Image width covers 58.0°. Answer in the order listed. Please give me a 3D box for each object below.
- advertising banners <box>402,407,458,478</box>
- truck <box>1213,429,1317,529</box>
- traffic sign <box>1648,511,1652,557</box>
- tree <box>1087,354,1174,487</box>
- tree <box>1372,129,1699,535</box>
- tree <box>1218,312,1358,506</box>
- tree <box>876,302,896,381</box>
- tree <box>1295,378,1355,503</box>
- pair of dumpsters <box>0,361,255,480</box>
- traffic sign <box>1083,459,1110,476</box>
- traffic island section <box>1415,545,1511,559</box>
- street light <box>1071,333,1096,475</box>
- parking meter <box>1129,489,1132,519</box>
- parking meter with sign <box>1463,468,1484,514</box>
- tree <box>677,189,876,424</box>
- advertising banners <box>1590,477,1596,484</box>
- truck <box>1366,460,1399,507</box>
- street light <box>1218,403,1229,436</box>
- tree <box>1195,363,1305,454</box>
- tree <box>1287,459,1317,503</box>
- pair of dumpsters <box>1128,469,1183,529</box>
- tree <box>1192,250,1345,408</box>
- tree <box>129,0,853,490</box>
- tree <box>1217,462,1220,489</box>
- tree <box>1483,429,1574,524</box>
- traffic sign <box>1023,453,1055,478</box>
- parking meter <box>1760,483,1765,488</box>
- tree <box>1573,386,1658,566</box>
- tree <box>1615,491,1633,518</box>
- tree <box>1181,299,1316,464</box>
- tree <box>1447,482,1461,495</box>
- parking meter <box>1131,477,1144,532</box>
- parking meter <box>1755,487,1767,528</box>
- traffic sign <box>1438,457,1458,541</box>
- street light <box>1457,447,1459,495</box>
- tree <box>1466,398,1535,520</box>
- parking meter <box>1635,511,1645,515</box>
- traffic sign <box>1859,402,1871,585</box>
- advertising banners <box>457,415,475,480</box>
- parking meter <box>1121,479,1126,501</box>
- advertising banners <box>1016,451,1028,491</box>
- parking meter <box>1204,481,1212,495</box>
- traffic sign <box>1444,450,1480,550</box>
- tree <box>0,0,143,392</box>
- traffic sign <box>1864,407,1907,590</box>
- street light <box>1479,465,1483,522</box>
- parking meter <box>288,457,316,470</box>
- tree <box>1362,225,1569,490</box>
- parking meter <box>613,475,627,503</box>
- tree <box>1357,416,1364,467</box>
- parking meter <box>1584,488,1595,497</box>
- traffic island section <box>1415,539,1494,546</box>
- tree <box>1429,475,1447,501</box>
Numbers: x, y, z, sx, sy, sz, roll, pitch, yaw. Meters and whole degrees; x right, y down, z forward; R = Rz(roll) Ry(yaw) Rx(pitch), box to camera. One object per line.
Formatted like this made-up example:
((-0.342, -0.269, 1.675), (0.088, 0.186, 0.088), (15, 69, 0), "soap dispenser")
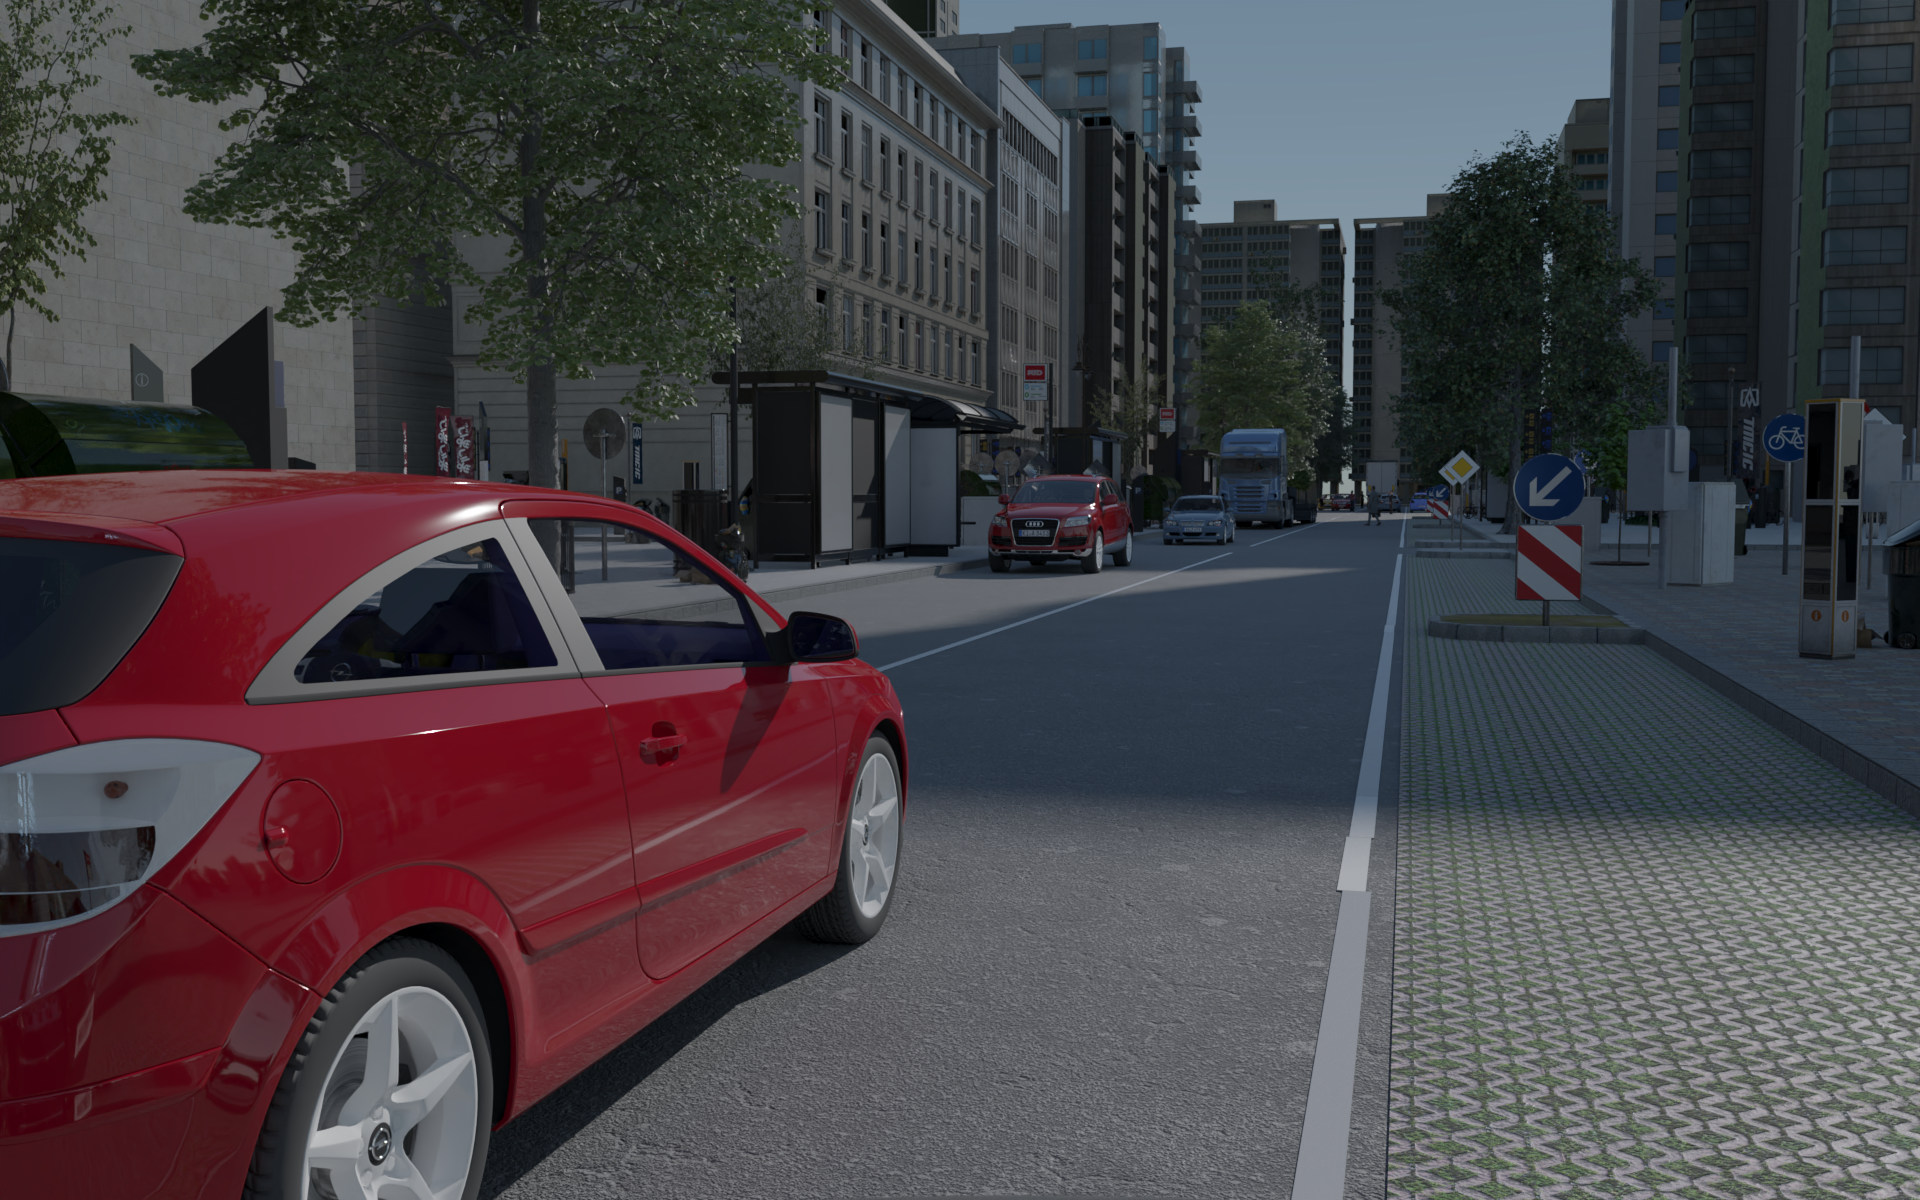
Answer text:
((-10.647, -2.324, 34.192), (0.090, 3.025, 2.074), (1, 4, 19), "advertising banners")
((13.927, -5.349, 77.214), (2.967, 4.110, 18.799), (1, 4, 16), "truck")
((14.085, -2.160, 35.313), (0.884, 2.594, 0.081), (1, 4, 22), "traffic sign")
((8.929, -8.566, 90.424), (4.360, 8.622, 3.978), (0, 3, 0), "tree")
((17.726, -8.433, 54.894), (9.611, 12.733, 9.660), (0, 3, 0), "tree")
((22.032, -13.216, 122.743), (9.857, 13.997, 8.962), (0, 3, 0), "tree")
((-4.268, -6.286, 53.143), (4.360, 8.622, 3.978), (0, 3, 0), "tree")
((35.495, -16.361, 177.876), (12.009, 13.543, 11.850), (0, 3, 0), "tree")
((-6.689, -0.551, 11.510), (1.574, 2.255, 4.437), (1, 4, 14), "pair of dumpsters")
((3.913, -2.818, 49.709), (0.795, 2.450, 0.064), (1, 4, 14), "traffic sign")
((11.462, -1.058, 39.572), (2.009, 0.180, 2.903), (1, 4, 14), "traffic island section")
((3.560, -4.721, 49.981), (0.468, 5.910, 1.993), (1, 4, 14), "street light")
((8.159, -4.525, 82.391), (0.372, 1.533, 0.369), (0, 3, 0), "parking meter")
((33.399, -7.181, 113.676), (1.738, 3.016, 0.543), (0, 4, -6), "parking meter with sign")
((-4.755, -5.585, 41.676), (4.360, 8.622, 3.978), (0, 3, 0), "tree")
((34.535, -6.134, 96.476), (2.074, 3.025, 0.090), (0, 4, 5), "advertising banners")
((35.688, -9.637, 146.483), (2.839, 4.237, 11.283), (1, 4, 14), "truck")
((13.356, -7.044, 87.961), (0.468, 5.910, 1.993), (1, 4, 14), "street light")
((18.618, -10.779, 110.643), (7.601, 10.594, 8.767), (-1, 4, -20), "tree")
((31.252, -10.742, 159.352), (4.285, 4.588, 4.351), (0, 3, 0), "tree")
((7.307, -3.812, 64.825), (1.574, 2.255, 4.437), (1, 4, 15), "pair of dumpsters")
((24.081, -17.206, 137.215), (12.611, 20.169, 13.585), (0, 3, 0), "tree")
((-4.892, -6.179, 19.162), (7.486, 12.596, 7.792), (0, 3, 0), "tree")
((14.302, -5.978, 92.344), (1.663, 3.219, 1.824), (0, 3, 0), "tree")
((20.854, -4.901, 63.841), (4.285, 4.588, 4.351), (0, 3, 0), "tree")
((1.912, -2.345, 41.978), (0.795, 2.450, 0.064), (1, 4, 14), "traffic sign")
((41.592, -5.128, 89.558), (0.399, 1.863, 0.255), (3, 5, 43), "parking meter")
((11.876, -2.251, 31.409), (1.663, 3.219, 1.824), (0, 3, 0), "tree")
((36.220, -6.711, 93.432), (4.285, 4.588, 4.351), (0, 3, 0), "tree")
((16.797, -11.173, 100.804), (7.486, 12.596, 7.792), (0, 3, 0), "tree")
((41.647, -9.141, 144.058), (1.663, 3.219, 1.824), (0, 3, 0), "tree")
((5.966, -3.213, 58.248), (0.399, 1.863, 0.255), (0, 4, 5), "parking meter")
((30.073, -3.464, 65.041), (0.372, 1.533, 0.369), (0, 3, 0), "parking meter")
((13.439, -2.666, 47.232), (0.795, 2.450, 0.064), (1, 4, 14), "traffic sign")
((34.080, -8.913, 118.510), (0.468, 5.910, 1.993), (1, 4, 14), "street light")
((25.656, -8.201, 84.455), (4.737, 8.622, 4.395), (0, 3, 0), "tree")
((28.689, -3.953, 73.039), (0.372, 1.533, 0.369), (0, 3, 0), "parking meter")
((12.649, -1.487, 24.318), (0.884, 2.594, 0.081), (1, 4, 23), "traffic sign")
((-10.348, -2.606, 38.790), (2.074, 3.025, 0.090), (-2, 4, -27), "advertising banners")
((6.324, -3.786, 67.619), (0.255, 1.863, 0.399), (-1, 4, -13), "parking meter")
((2.403, -4.548, 70.543), (0.090, 3.025, 2.074), (-2, 4, -27), "advertising banners")
((11.269, -4.468, 78.769), (0.255, 1.863, 0.399), (2, 4, 34), "parking meter")
((11.438, -2.193, 39.501), (0.795, 2.450, 0.064), (1, 4, 14), "traffic sign")
((-12.693, -4.400, 22.309), (4.737, 8.622, 4.395), (0, 3, 0), "tree")
((12.186, -1.344, 23.152), (0.795, 2.450, 0.064), (1, 4, 17), "traffic sign")
((24.273, -6.589, 80.522), (0.468, 5.910, 1.993), (1, 4, 14), "street light")
((-10.465, -1.340, 27.621), (0.255, 1.863, 0.399), (3, 5, 40), "parking meter")
((30.810, -15.247, 105.185), (12.611, 20.169, 13.585), (0, 3, 0), "tree")
((-10.673, -2.979, 54.416), (0.399, 1.863, 0.255), (0, 3, 0), "parking meter")
((39.659, -17.347, 190.272), (9.857, 13.997, 8.962), (0, 3, 0), "tree")
((23.599, -3.457, 64.931), (0.372, 1.533, 0.369), (0, 3, 0), "parking meter")
((13.464, -1.530, 47.303), (2.009, 0.180, 2.903), (1, 4, 14), "traffic island section")
((50.237, -11.955, 179.181), (4.285, 4.588, 4.351), (0, 3, 0), "tree")
